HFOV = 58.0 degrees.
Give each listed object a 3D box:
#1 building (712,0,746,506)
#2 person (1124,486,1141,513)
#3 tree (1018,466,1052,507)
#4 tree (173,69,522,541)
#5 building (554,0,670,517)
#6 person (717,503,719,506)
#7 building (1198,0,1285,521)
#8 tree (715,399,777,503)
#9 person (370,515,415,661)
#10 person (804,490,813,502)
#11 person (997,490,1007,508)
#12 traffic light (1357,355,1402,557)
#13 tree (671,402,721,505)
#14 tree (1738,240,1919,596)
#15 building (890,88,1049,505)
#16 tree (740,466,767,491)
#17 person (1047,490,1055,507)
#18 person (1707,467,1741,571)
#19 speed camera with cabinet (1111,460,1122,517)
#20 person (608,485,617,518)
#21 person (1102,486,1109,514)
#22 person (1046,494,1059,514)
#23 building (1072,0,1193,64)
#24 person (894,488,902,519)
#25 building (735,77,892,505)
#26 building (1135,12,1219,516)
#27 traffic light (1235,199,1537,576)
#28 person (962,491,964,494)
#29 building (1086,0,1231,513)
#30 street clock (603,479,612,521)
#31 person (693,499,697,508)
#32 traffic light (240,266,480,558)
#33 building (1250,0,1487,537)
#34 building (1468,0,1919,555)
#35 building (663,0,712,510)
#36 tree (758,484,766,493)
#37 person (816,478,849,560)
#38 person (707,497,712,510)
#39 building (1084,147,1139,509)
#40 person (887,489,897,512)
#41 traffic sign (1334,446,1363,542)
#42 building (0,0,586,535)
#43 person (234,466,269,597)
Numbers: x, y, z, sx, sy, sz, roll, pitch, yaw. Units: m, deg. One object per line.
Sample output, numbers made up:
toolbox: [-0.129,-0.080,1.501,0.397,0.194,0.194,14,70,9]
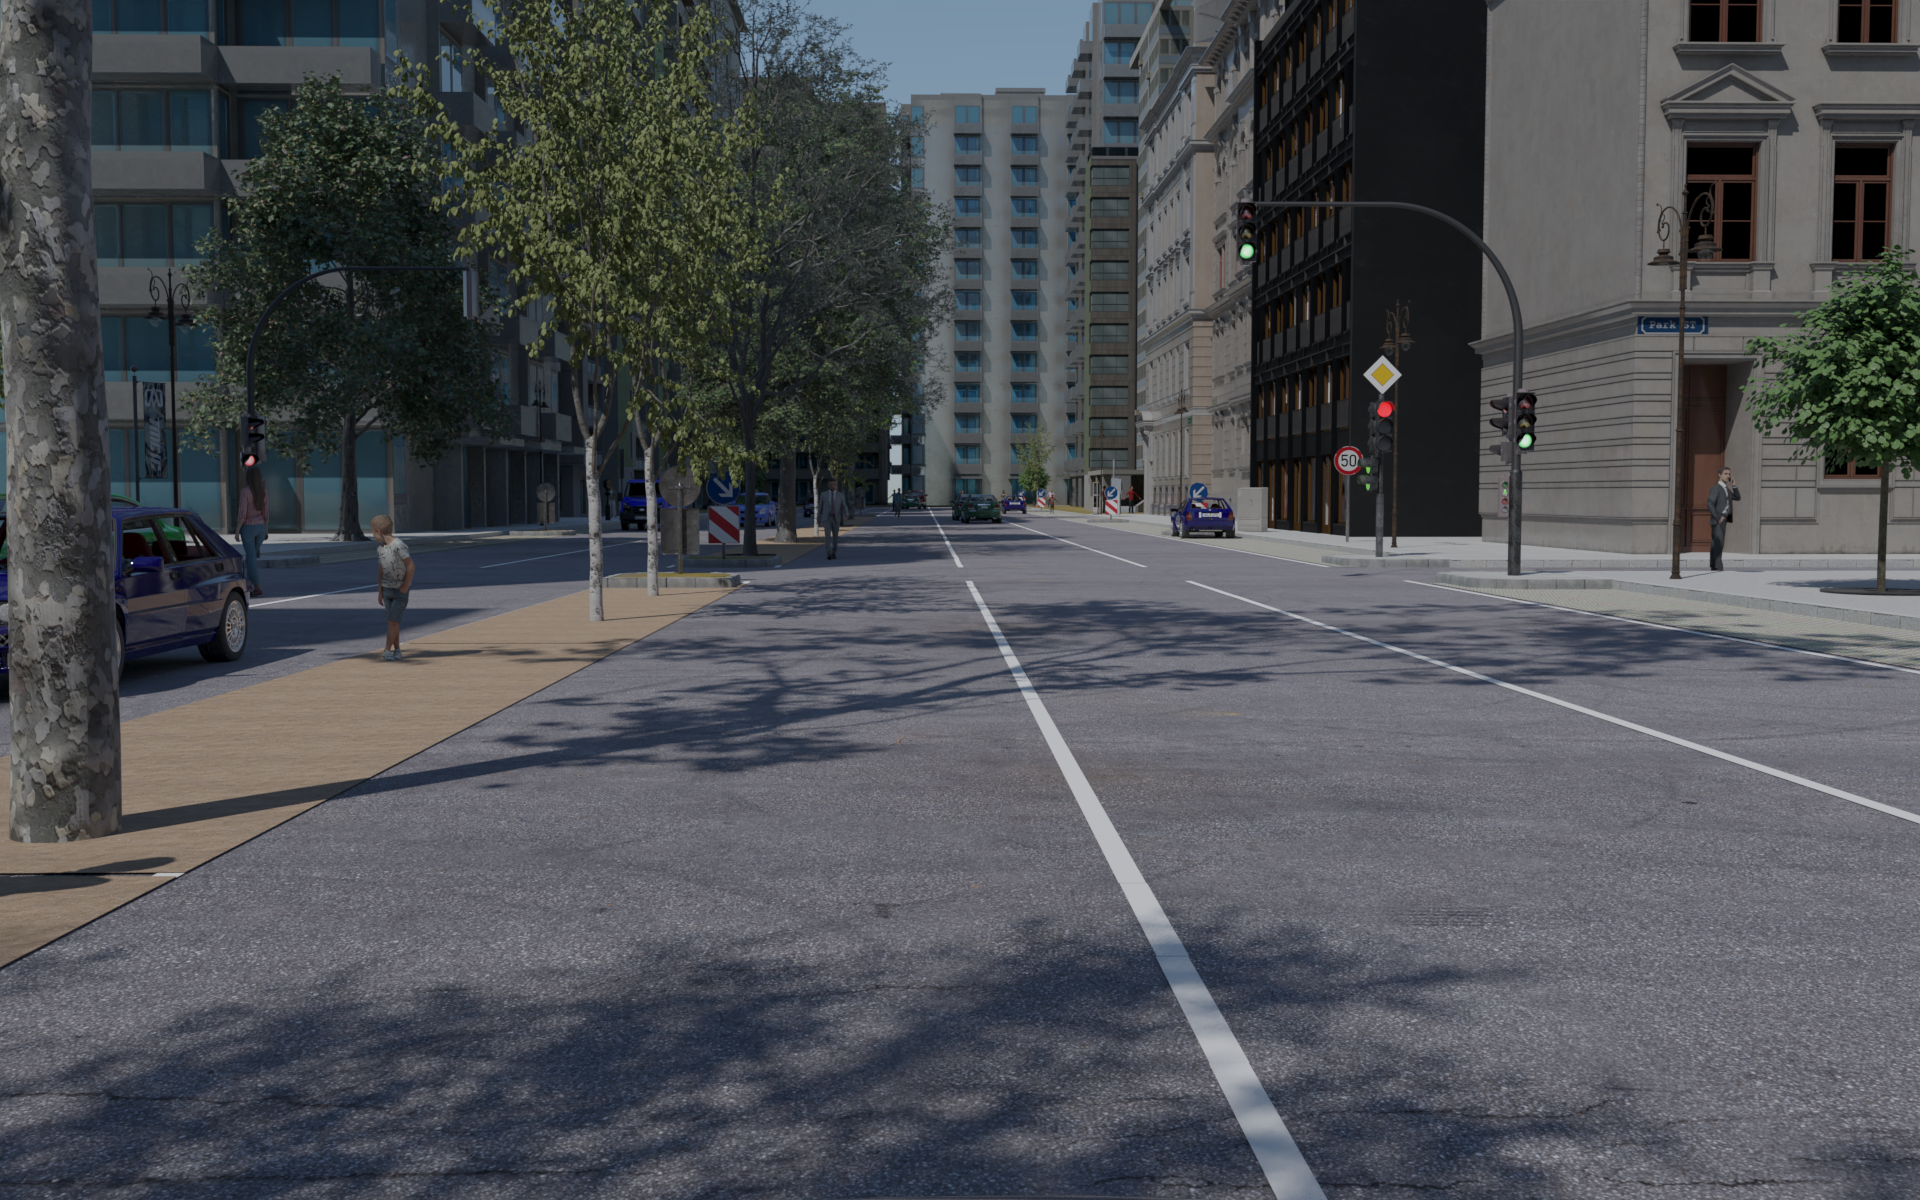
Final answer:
building: [-35.602,-35.442,168.708,27.495,52.752,28.713,0,4,-1]
person: [11.354,-6.642,114.583,1.348,1.831,0.705,-2,4,-29]
tree: [7.936,-12.447,187.224,4.285,4.588,4.351,0,3,0]
tree: [-16.571,-7.952,47.016,9.611,12.733,9.660,0,3,0]
building: [-27.665,-26.456,116.154,14.154,41.232,14.086,0,4,-1]
person: [-20.856,-8.696,148.305,1.350,1.814,0.705,0,4,-2]
building: [19.420,-17.803,78.474,14.401,28.519,23.554,0,4,-1]
tree: [-19.397,-14.255,151.189,7.486,12.596,7.792,0,3,0]
person: [-4.883,-0.106,14.916,0.352,1.250,0.332,-2,4,-24]
person: [-12.018,-7.892,138.081,0.990,1.755,0.434,1,4,19]
person: [3.301,-7.616,133.743,1.217,1.735,0.721,2,4,31]
traffic light: [8.517,-2.828,35.158,0.839,4.253,0.868,0,4,-1]
tree: [-18.189,-10.389,120.230,4.360,8.622,3.978,0,3,0]
tree: [11.998,-2.358,22.264,4.285,4.588,4.351,0,3,0]
building: [6.959,-35.928,207.031,30.456,49.044,23.786,0,4,-1]
tree: [-19.759,-10.929,162.401,4.285,4.588,4.351,0,3,0]
person: [8.753,-9.764,166.623,0.756,1.711,0.436,1,4,16]
person: [13.187,-1.347,29.892,0.474,1.900,0.648,2,4,35]
speed camera with cabinet: [8.966,-6.427,99.421,0.660,3.252,2.038,1,4,9]
person: [-18.604,-5.252,92.454,0.519,1.759,0.362,1,4,14]
person: [9.533,-6.591,113.766,0.705,1.831,1.348,0,4,-8]
person: [6.758,-7.035,126.776,1.065,1.426,0.557,-1,4,-18]
building: [21.961,-33.597,168.925,23.786,49.044,30.456,0,4,-1]
person: [-3.509,-5.466,98.207,0.601,1.785,0.444,-3,4,-38]
building: [-19.036,-35.572,205.302,21.600,48.544,21.300,0,4,-1]
building: [18.179,-19.238,100.442,13.634,28.700,20.117,0,4,-1]
traffic light: [6.606,-3.200,26.987,4.771,5.953,1.251,0,4,-1]
person: [0.248,-10.109,174.304,1.217,1.766,0.721,1,4,22]
building: [26.086,-26.638,127.404,32.217,40.220,23.993,0,4,-1]
street clock: [-17.091,-4.859,84.017,0.358,2.002,0.471,1,4,23]
person: [-18.397,-6.880,119.475,0.436,1.711,0.756,1,4,19]
traffic light: [-12.048,-3.673,34.720,4.771,5.953,1.251,0,4,-1]
building: [17.578,-14.021,58.928,12.332,23.373,15.834,0,4,-1]
building: [23.903,-12.543,41.242,21.152,22.565,11.583,0,4,-1]
building: [-31.083,-31.244,134.545,21.300,48.544,21.600,0,4,-1]
tree: [-20.028,-10.837,171.782,1.663,3.219,1.824,0,3,0]
person: [-2.792,-1.780,37.871,0.678,1.792,0.850,-1,4,-9]
person: [-20.198,-8.121,139.758,0.436,1.711,0.756,-1,4,-18]
building: [17.429,-22.963,147.146,14.160,30.474,14.107,0,4,-1]
person: [-5.327,-8.058,140.332,1.350,1.814,0.705,3,4,37]
traffic sign: [10.326,-2.813,46.106,0.768,2.556,0.104,0,4,0]
building: [-28.059,-27.353,66.832,23.786,49.044,30.456,0,4,-1]
person: [-9.835,-0.954,24.103,0.388,1.821,0.555,1,4,16]
